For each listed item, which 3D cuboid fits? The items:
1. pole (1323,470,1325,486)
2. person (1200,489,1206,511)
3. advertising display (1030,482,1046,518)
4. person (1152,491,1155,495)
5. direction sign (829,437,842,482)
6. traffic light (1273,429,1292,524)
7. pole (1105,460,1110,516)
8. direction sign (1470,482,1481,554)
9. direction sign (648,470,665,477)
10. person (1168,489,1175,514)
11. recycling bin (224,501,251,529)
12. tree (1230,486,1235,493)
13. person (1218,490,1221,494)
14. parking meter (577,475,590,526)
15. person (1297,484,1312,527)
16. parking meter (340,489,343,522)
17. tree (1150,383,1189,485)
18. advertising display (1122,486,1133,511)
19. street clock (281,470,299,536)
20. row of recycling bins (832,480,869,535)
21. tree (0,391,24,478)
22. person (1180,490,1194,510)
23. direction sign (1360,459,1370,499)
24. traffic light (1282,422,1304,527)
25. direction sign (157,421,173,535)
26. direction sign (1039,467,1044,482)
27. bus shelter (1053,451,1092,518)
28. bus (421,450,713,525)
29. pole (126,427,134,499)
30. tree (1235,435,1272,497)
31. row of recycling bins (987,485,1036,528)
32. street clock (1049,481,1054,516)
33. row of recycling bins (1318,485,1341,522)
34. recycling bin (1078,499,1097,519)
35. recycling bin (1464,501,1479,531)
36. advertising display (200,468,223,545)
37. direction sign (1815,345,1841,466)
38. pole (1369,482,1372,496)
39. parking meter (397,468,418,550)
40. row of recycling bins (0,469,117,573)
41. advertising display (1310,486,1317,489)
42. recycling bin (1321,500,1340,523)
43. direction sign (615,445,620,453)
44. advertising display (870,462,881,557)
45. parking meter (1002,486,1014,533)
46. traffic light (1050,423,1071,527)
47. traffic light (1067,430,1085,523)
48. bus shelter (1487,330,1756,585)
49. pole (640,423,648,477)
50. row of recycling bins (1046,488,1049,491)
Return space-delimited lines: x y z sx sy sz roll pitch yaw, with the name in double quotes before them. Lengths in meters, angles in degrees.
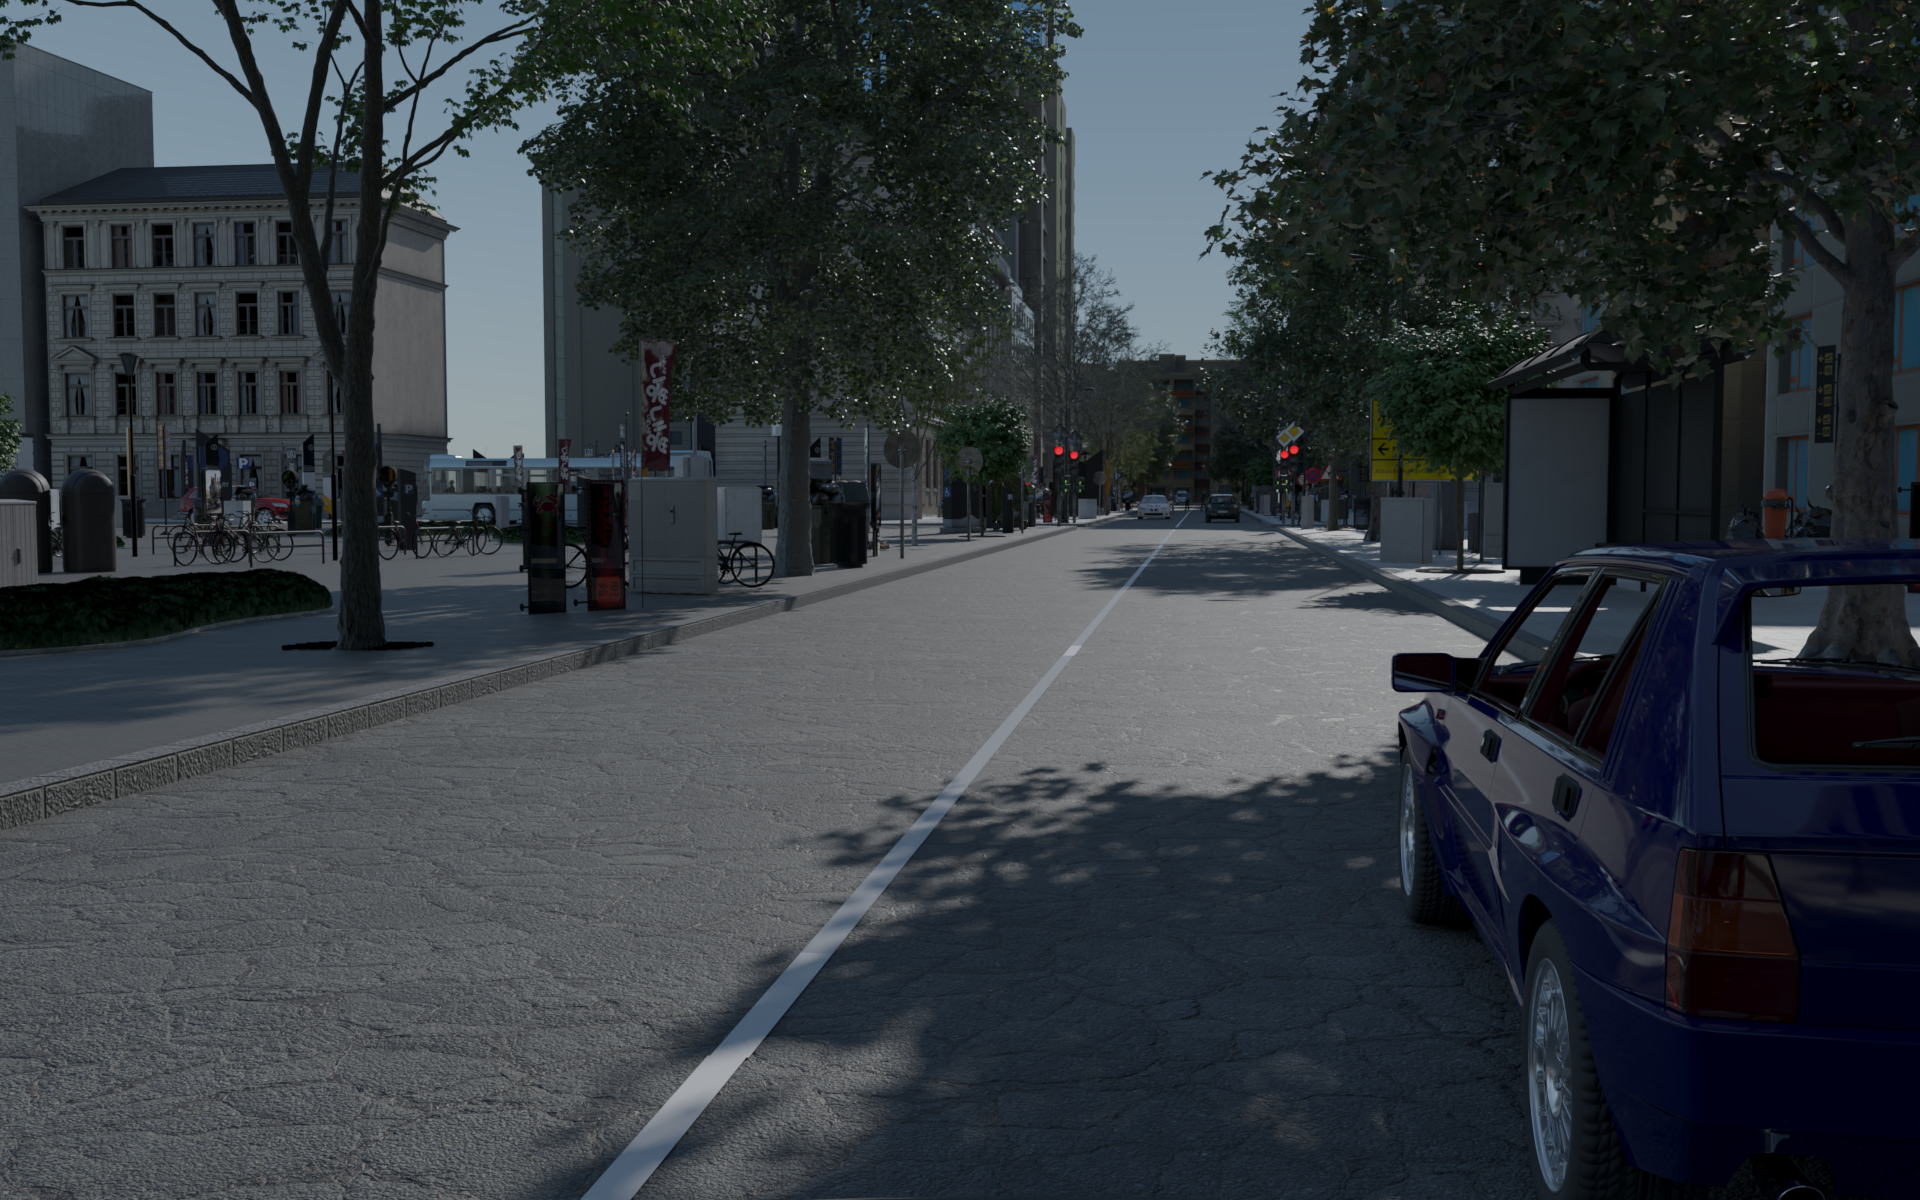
"pole" 30.727 -9.314 146.121 0.158 3.312 0.155 0 3 0
"person" 20.128 -8.212 142.539 0.755 1.850 0.659 0 4 8
"advertising display" 4.173 -5.432 94.022 0.974 1.923 0.123 1 4 9
"person" 25.778 -13.669 231.858 0.599 1.838 0.709 -1 4 -18
"direction sign" -4.985 -4.730 69.327 0.379 3.537 0.876 2 4 30
"traffic light" 13.965 -5.249 74.749 0.839 4.253 0.868 0 4 8
"pole" 9.181 -6.930 107.150 0.158 3.312 0.155 0 3 0
"direction sign" 11.237 -2.776 37.377 0.876 3.537 0.379 0 4 6
"direction sign" -10.443 -4.125 59.438 0.876 3.537 0.379 2 4 34
"person" 15.017 -6.986 123.273 0.519 1.759 0.362 1 4 16
"recycling bin" -26.985 -3.189 64.700 0.722 1.027 0.722 0 4 3
"tree" 34.124 -13.426 214.120 1.663 3.219 1.824 0 3 0
"person" 24.462 -9.458 163.152 0.705 1.823 1.348 1 4 19
"parking meter" -11.608 -2.921 53.467 0.399 1.863 0.255 3 4 36
"person" 14.093 -3.810 70.764 0.622 1.834 0.822 0 4 -7
"parking meter" -28.652 -4.417 80.624 0.372 1.533 0.369 0 3 0
"tree" 20.339 -17.469 192.267 9.857 13.997 8.962 0 3 0
"advertising display" 12.975 -7.887 134.172 0.974 1.923 0.123 -1 4 -22
"street clock" -20.464 -2.961 52.983 0.471 2.002 0.358 1 4 9
"row of recycling bins" -3.874 -2.804 52.964 1.069 1.692 3.534 -2 4 -33
"tree" -26.295 -3.784 45.576 4.285 4.588 4.351 0 3 0
"person" 20.277 -8.942 154.691 1.348 1.826 0.705 -1 4 -17
"direction sign" 25.929 -7.260 110.696 0.876 3.537 0.379 -1 4 -20
"traffic light" 12.849 -4.766 66.842 0.839 4.253 0.868 0 4 8
"direction sign" -24.918 -3.809 54.273 0.379 3.537 0.876 0 4 -1
"direction sign" 6.610 -9.258 143.358 0.379 3.537 0.876 3 5 44
"bus shelter" 6.294 -6.436 96.514 1.731 3.624 6.357 0 4 8
"bus" -17.445 -4.902 75.012 13.247 3.499 2.948 1 4 10
"pole" -25.411 -3.624 53.098 0.158 3.312 0.155 0 3 0
"tree" 27.997 -13.151 165.374 4.360 8.622 3.978 0 3 0
"row of recycling bins" 1.726 -3.630 66.458 1.069 1.692 3.534 2 4 35
"street clock" 5.313 -5.815 99.647 0.358 2.002 0.471 2 4 35
"row of recycling bins" 16.791 -4.371 78.575 1.069 1.692 3.534 1 4 9
"recycling bin" 6.601 -4.712 89.593 0.722 1.027 0.722 -2 4 -31
"recycling bin" 17.994 -2.966 61.045 0.722 1.027 0.722 -1 4 -9
"advertising display" -18.667 -2.326 43.242 0.123 1.923 0.974 0 4 0
"direction sign" 13.283 -2.094 26.241 0.379 3.537 0.876 -1 4 -17
"pole" 28.183 -7.651 118.942 0.158 3.312 0.155 0 3 0
"parking meter" -12.658 -2.079 39.697 0.399 1.863 0.255 -3 4 -38
"row of recycling bins" -15.650 -1.286 28.140 3.534 1.692 1.069 -1 4 -18
"advertising display" 27.165 -7.814 132.969 0.123 1.923 0.974 3 4 37
"recycling bin" 16.237 -3.874 75.896 0.722 1.027 0.722 1 4 21
"direction sign" -15.611 -5.349 79.452 0.379 3.537 0.876 -2 4 -34
"advertising display" -1.733 -1.867 35.739 0.123 1.923 0.974 0 4 3
"parking meter" 1.579 -2.960 56.808 0.372 1.533 0.369 0 3 0
"traffic light" 3.924 -4.842 68.081 0.839 4.253 0.868 0 4 8
"traffic light" 5.039 -5.325 75.988 0.839 4.253 0.868 0 4 8
"bus shelter" 8.112 -1.711 21.905 2.014 3.302 5.546 1 4 8
"pole" -7.759 -2.981 42.585 0.158 3.312 0.155 0 3 0
"row of recycling bins" 4.190 -6.506 113.485 3.534 1.692 1.069 1 4 20
